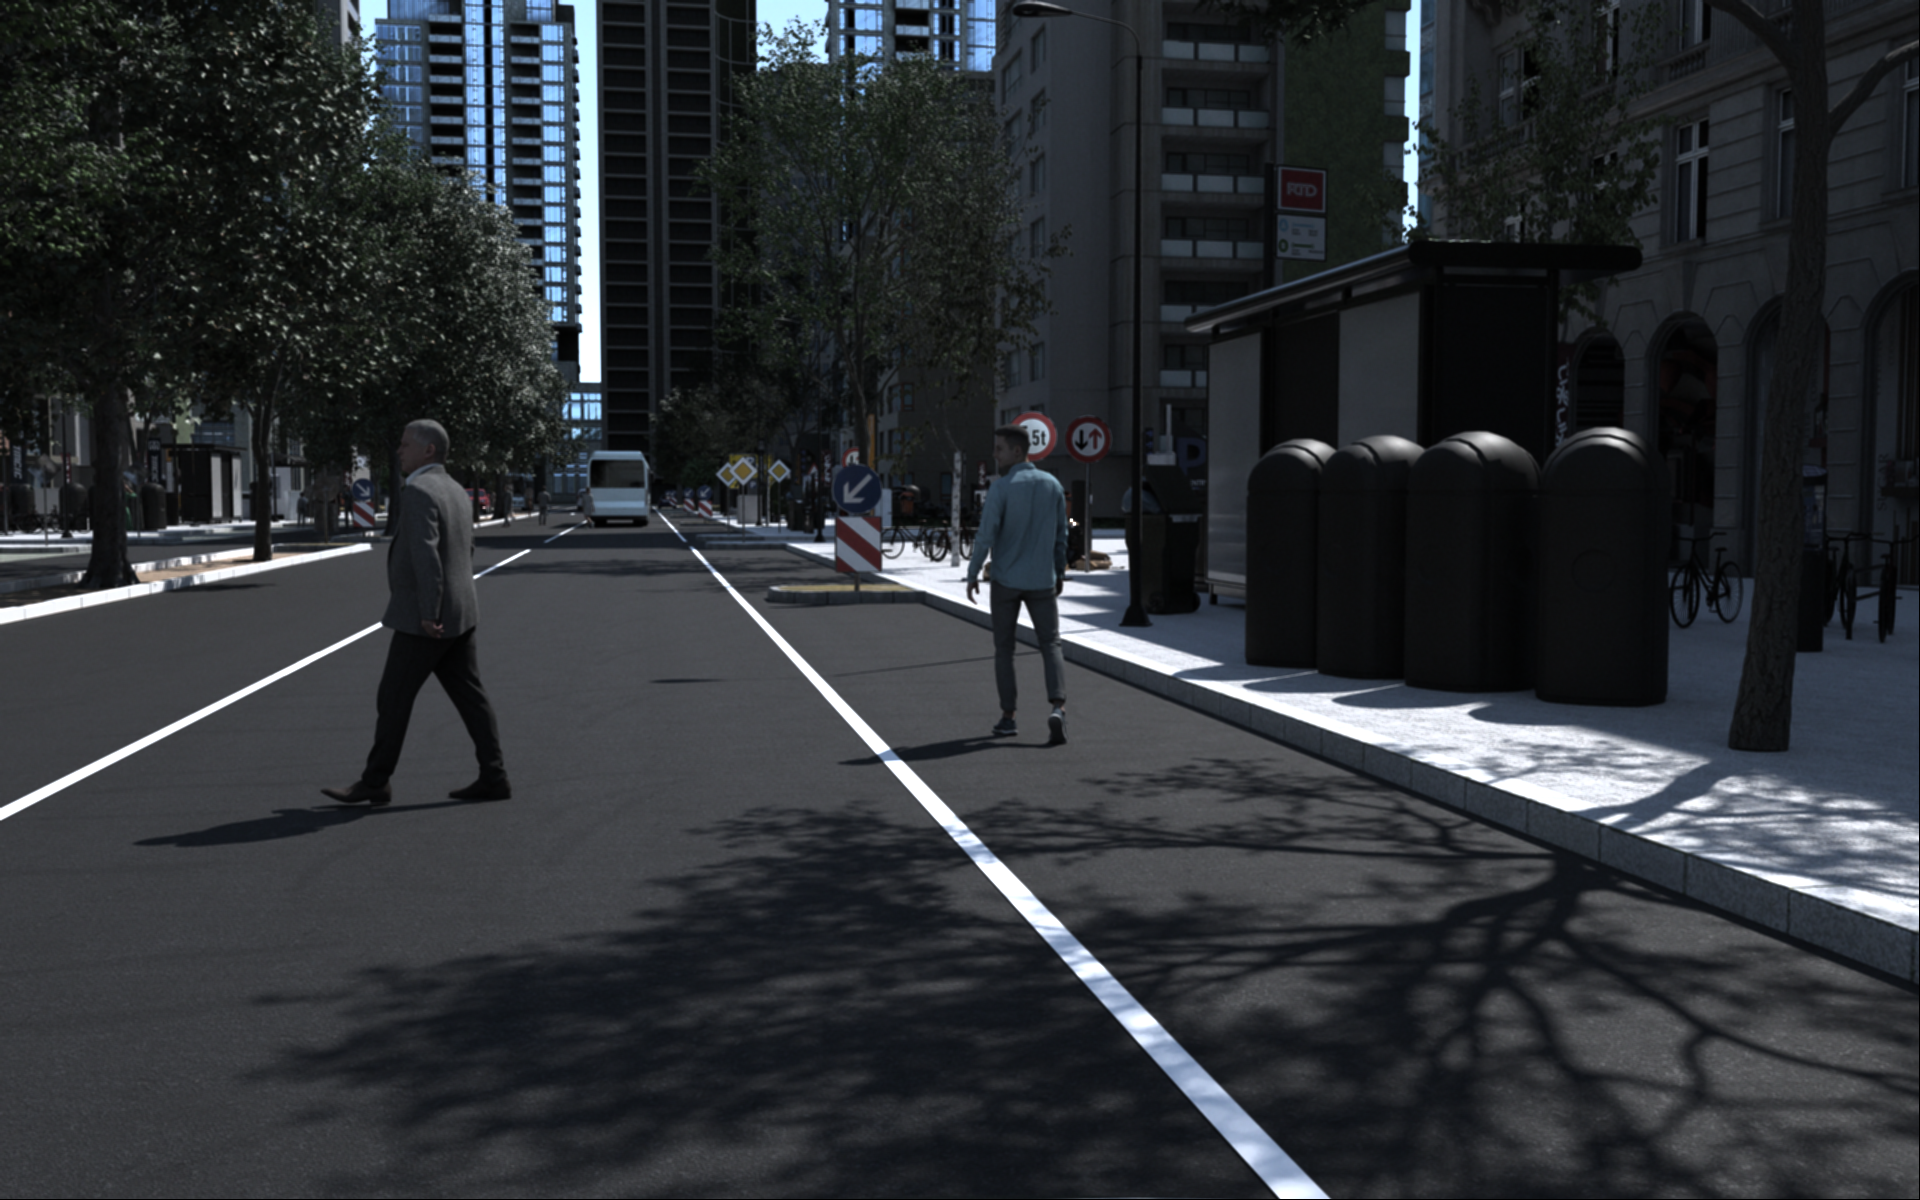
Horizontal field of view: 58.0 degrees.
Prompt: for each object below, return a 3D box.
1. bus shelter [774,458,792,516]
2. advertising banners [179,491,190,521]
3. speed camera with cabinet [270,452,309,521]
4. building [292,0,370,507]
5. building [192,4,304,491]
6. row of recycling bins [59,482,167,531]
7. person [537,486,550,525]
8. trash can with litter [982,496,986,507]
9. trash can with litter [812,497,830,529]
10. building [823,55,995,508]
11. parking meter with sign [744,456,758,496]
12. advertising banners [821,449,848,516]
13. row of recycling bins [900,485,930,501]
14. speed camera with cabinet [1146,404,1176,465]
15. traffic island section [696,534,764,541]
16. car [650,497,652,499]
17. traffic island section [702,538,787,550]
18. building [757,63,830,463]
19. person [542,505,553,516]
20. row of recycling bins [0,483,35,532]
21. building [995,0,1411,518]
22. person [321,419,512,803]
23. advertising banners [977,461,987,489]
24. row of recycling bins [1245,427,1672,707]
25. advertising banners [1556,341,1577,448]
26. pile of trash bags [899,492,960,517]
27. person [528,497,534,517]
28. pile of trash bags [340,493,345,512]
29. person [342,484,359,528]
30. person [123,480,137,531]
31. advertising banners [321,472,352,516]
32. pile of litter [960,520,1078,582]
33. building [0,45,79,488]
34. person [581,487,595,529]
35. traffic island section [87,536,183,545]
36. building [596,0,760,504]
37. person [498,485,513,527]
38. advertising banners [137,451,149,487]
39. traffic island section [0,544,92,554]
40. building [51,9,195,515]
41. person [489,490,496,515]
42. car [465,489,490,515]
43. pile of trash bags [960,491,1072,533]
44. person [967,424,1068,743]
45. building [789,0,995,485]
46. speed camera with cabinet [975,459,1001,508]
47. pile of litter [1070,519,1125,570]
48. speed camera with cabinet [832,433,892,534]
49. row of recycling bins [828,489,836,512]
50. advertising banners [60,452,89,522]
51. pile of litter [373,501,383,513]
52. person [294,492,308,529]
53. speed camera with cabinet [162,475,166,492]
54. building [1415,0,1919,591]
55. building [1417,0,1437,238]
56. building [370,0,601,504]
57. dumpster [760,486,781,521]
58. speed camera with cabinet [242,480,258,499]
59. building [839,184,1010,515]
[{"bbox_3d":[-10.542,-6.447,99.324,2.014,3.302,5.546,-1,4,-10],"label":"bus shelter"},{"bbox_3d":[-35.972,-5.257,82.136,2.074,3.025,0.090,-1,4,-17],"label":"advertising banners"},{"bbox_3d":[-32.363,-5.426,83.047,0.660,3.252,2.038,3,5,42],"label":"speed camera with cabinet"},{"bbox_3d":[-74.500,-38.539,172.116,28.212,58.520,21.231,-1,4,-10],"label":"building"},{"bbox_3d":[-64.084,-50.201,133.457,22.319,86.520,31.000,-1,4,-10],"label":"building"},{"bbox_3d":[-30.113,-3.337,61.668,1.069,1.692,3.534,3,5,44],"label":"row of recycling bins"},{"bbox_3d":[-19.281,-4.375,80.223,0.606,1.804,0.583,-1,4,-14],"label":"person"},{"bbox_3d":[1.594,-4.370,82.832,1.055,1.170,0.624,2,4,30],"label":"trash can with litter"},{"bbox_3d":[-5.296,-3.177,63.330,0.624,1.170,1.055,3,4,37],"label":"trash can with litter"},{"bbox_3d":[3.995,-28.264,153.998,32.217,40.220,23.993,-1,4,-10],"label":"building"},{"bbox_3d":[-9.478,-5.055,78.912,0.543,3.016,1.738,-1,4,-12],"label":"parking meter with sign"},{"bbox_3d":[-4.574,-4.397,68.074,2.074,3.025,0.090,-3,4,-36],"label":"advertising banners"},{"bbox_3d":[-2.210,-5.263,93.160,1.069,1.692,3.534,1,4,9],"label":"row of recycling bins"},{"bbox_3d":[4.435,-2.729,38.951,0.660,3.252,2.038,0,4,2],"label":"speed camera with cabinet"},{"bbox_3d":[-7.149,-1.921,53.687,2.009,0.180,2.903,-1,4,-10],"label":"traffic island section"},{"bbox_3d":[-31.331,-9.831,169.768,2.155,1.783,4.494,-1,4,-10],"label":"car"},{"bbox_3d":[-5.702,-1.441,45.833,2.009,0.180,2.903,-1,4,-10],"label":"traffic island section"},{"bbox_3d":[-13.298,-42.389,235.062,28.212,58.520,21.231,-1,4,-10],"label":"building"},{"bbox_3d":[-27.336,-6.161,114.727,0.738,1.151,1.012,1,4,20],"label":"person"},{"bbox_3d":[-33.114,-3.165,58.854,1.069,1.692,3.534,1,4,20],"label":"row of recycling bins"},{"bbox_3d":[9.591,-23.827,73.170,14.086,41.232,14.154,-1,4,-10],"label":"building"},{"bbox_3d":[-2.527,0.052,8.050,0.834,1.777,0.661,0,4,-5],"label":"person"},{"bbox_3d":[1.901,-5.788,90.819,2.074,3.025,0.090,0,4,-1],"label":"advertising banners"},{"bbox_3d":[3.264,-0.293,11.908,1.069,1.692,3.534,-2,4,-32],"label":"row of recycling bins"},{"bbox_3d":[6.350,-1.425,19.480,2.074,3.025,0.090,-3,5,-40],"label":"advertising banners"},{"bbox_3d":[-1.157,-3.664,69.654,3.447,1.369,1.912,3,5,44],"label":"pile of trash bags"},{"bbox_3d":[-26.415,-5.713,106.575,0.373,1.253,0.362,0,4,-4],"label":"person"},{"bbox_3d":[-44.703,-6.880,122.242,1.912,1.369,3.447,3,4,37],"label":"pile of trash bags"},{"bbox_3d":[-25.398,-3.904,72.132,0.655,1.846,0.447,-2,4,-27],"label":"person"},{"bbox_3d":[-19.641,-1.944,40.538,0.600,1.795,0.529,0,4,-4],"label":"person"},{"bbox_3d":[-36.559,-6.429,101.297,2.074,3.025,0.090,-1,4,-9],"label":"advertising banners"},{"bbox_3d":[0.820,-0.707,25.525,1.719,0.858,1.176,0,4,2],"label":"pile of litter"},{"bbox_3d":[-102.749,-31.363,167.407,28.867,44.769,22.147,-1,4,-10],"label":"building"},{"bbox_3d":[-15.185,-3.769,70.876,0.760,1.731,0.466,3,4,37],"label":"person"},{"bbox_3d":[-24.009,-1.732,50.598,2.009,0.180,2.903,-1,4,-10],"label":"traffic island section"},{"bbox_3d":[-37.095,-48.371,229.120,20.611,71.187,20.563,-1,4,-10],"label":"building"},{"bbox_3d":[-19.565,-4.034,74.551,0.694,1.812,0.767,2,4,31],"label":"person"},{"bbox_3d":[-34.217,-4.570,70.900,2.074,3.025,0.090,-1,4,-18],"label":"advertising banners"},{"bbox_3d":[-22.562,-1.252,42.745,2.009,0.180,2.903,-1,4,-10],"label":"traffic island section"},{"bbox_3d":[-53.512,-25.428,99.341,14.154,41.232,14.086,-1,4,-10],"label":"building"},{"bbox_3d":[-31.150,-6.513,115.322,0.374,1.781,0.599,-3,5,-44],"label":"person"},{"bbox_3d":[-34.463,-6.983,122.844,2.281,1.827,5.304,-1,4,-12],"label":"car"},{"bbox_3d":[2.025,-2.844,56.251,3.447,1.369,1.912,-1,4,-17],"label":"pile of trash bags"},{"bbox_3d":[0.361,-0.108,10.132,0.638,1.841,0.748,-1,4,-12],"label":"person"},{"bbox_3d":[-5.353,-52.973,178.775,22.319,86.520,31.000,-1,4,-10],"label":"building"},{"bbox_3d":[1.367,-5.560,85.235,0.660,3.252,2.038,-1,4,-22],"label":"speed camera with cabinet"},{"bbox_3d":[2.057,-0.948,29.464,1.719,0.858,1.176,-1,4,-18],"label":"pile of litter"},{"bbox_3d":[-3.183,-3.779,56.117,2.038,3.252,0.660,2,4,34],"label":"speed camera with cabinet"},{"bbox_3d":[-7.944,-7.318,126.762,3.534,1.692,1.069,-2,4,-25],"label":"row of recycling bins"},{"bbox_3d":[-37.361,-4.736,73.622,0.090,3.025,2.074,1,4,19],"label":"advertising banners"},{"bbox_3d":[-39.934,-6.325,117.371,1.719,0.858,1.176,-2,4,-33],"label":"pile of litter"},{"bbox_3d":[-27.118,-3.681,71.281,0.523,1.515,0.503,2,4,26],"label":"person"},{"bbox_3d":[-38.878,-5.405,82.703,0.660,3.252,2.038,3,4,39],"label":"speed camera with cabinet"},{"bbox_3d":[17.808,-11.261,25.918,13.314,21.916,24.055,-1,4,-10],"label":"building"},{"bbox_3d":[38.436,-28.368,83.427,30.456,49.044,23.786,-1,4,-10],"label":"building"},{"bbox_3d":[-62.676,-55.805,225.086,31.000,86.520,22.319,-1,4,-10],"label":"building"},{"bbox_3d":[-9.035,-4.654,81.845,1.264,1.857,1.865,-1,4,-10],"label":"dumpster"},{"bbox_3d":[-44.771,-7.080,110.092,2.038,3.252,0.660,1,4,20],"label":"speed camera with cabinet"},{"bbox_3d":[7.536,-16.387,112.961,27.650,21.520,28.899,-1,4,-10],"label":"building"}]
